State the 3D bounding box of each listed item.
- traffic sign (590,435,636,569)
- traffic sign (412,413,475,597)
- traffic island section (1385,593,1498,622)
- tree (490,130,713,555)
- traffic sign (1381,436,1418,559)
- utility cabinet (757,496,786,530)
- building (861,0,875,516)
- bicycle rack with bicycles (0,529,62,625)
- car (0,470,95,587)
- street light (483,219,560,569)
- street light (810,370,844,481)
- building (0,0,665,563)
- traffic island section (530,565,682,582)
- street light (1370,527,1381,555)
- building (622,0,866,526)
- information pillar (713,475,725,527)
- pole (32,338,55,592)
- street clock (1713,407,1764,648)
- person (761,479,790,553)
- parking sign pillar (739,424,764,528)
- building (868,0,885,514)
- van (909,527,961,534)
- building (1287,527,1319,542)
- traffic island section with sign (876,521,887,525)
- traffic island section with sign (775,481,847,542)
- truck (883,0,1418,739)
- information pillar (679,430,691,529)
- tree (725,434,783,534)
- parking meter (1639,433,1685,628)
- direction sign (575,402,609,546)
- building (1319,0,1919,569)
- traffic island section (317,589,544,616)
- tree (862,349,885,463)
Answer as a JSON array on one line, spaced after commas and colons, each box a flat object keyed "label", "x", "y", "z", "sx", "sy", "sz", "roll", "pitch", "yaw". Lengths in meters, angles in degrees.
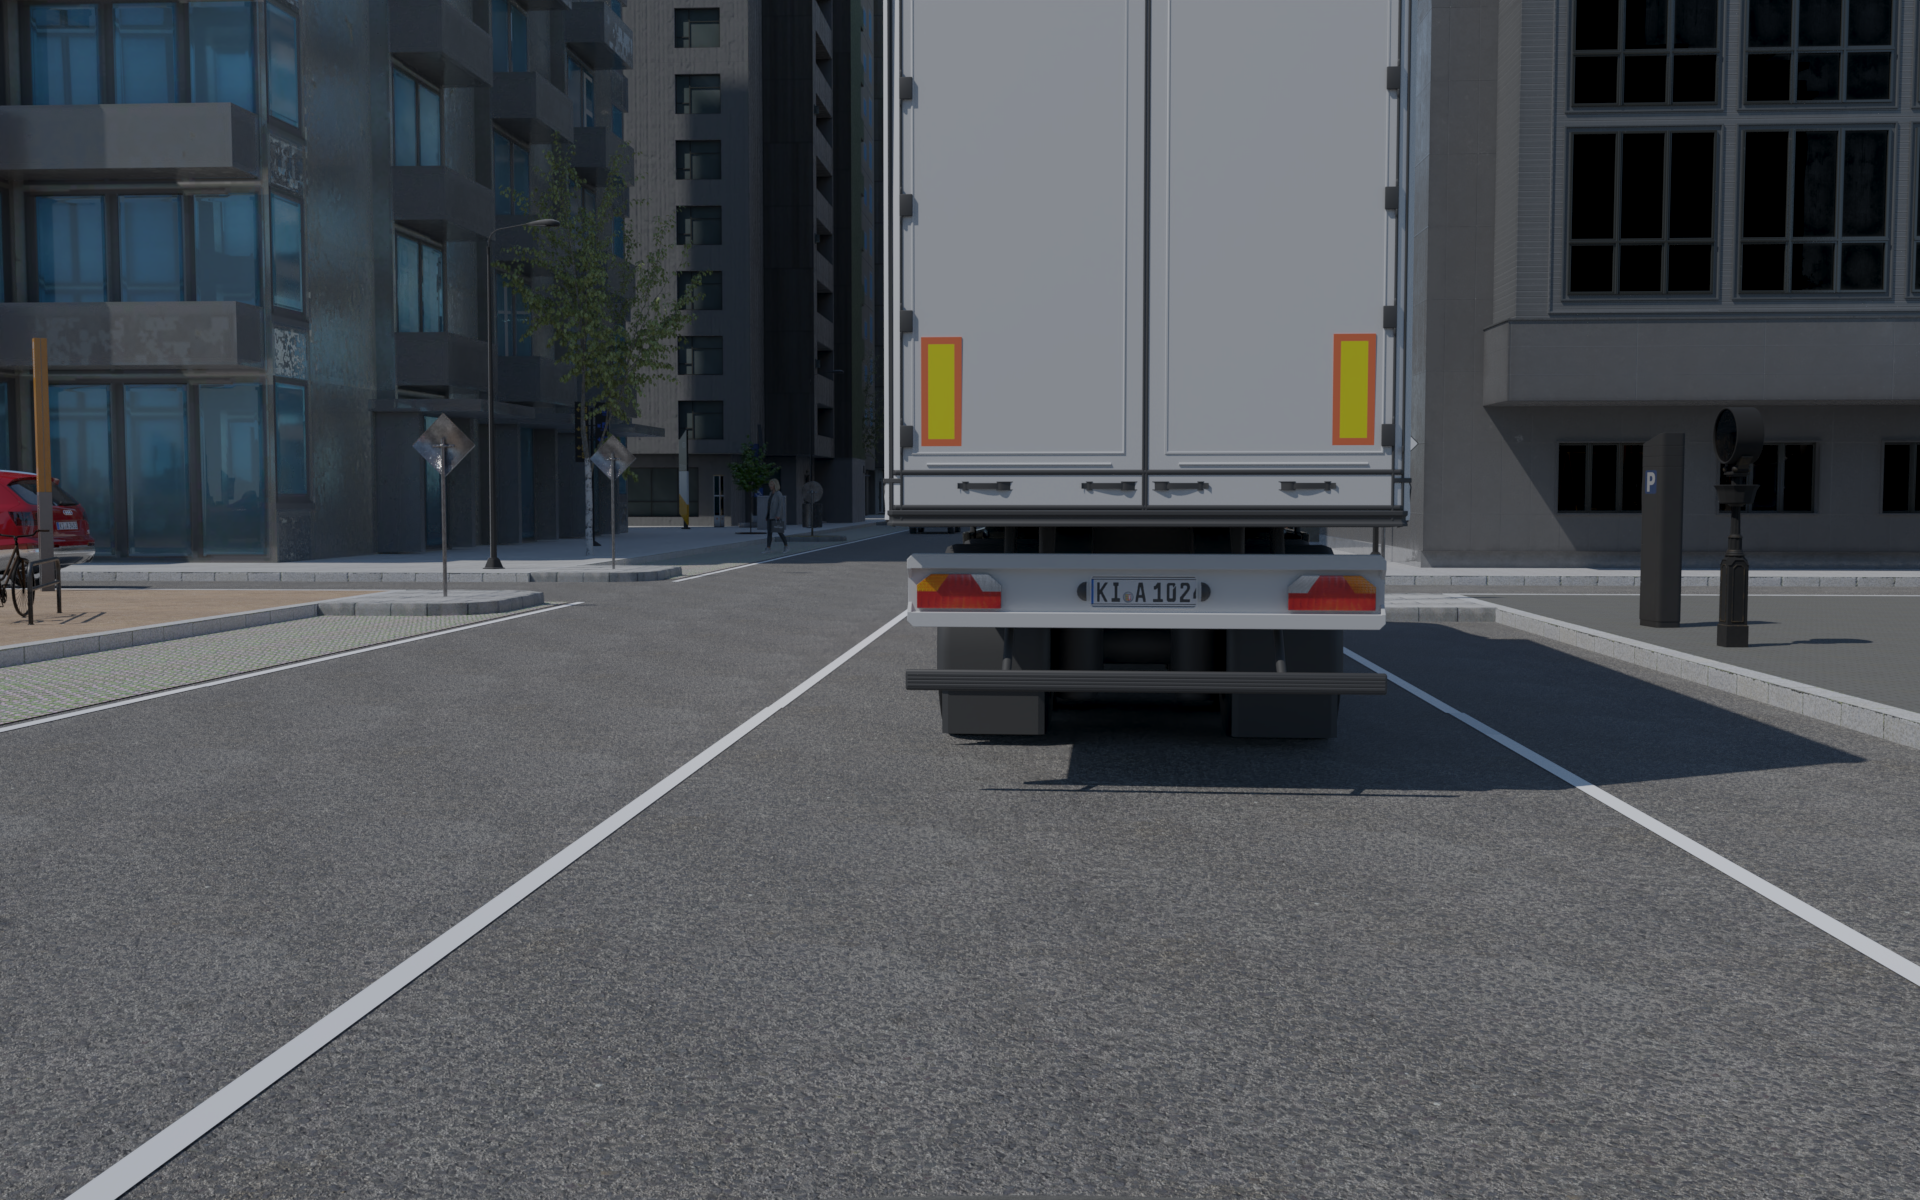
[{"label": "traffic sign", "x": -5.919, "y": -1.585, "z": 29.551, "sx": 0.795, "sy": 2.450, "sz": 0.064, "roll": 0, "pitch": 4, "yaw": 4}, {"label": "traffic sign", "x": -6.429, "y": -1.097, "z": 21.582, "sx": 0.795, "sy": 2.450, "sz": 0.064, "roll": 0, "pitch": 4, "yaw": 4}, {"label": "traffic island section", "x": 5.115, "y": 0.084, "z": 20.903, "sx": 2.009, "sy": 0.180, "sz": 2.903, "roll": 0, "pitch": 4, "yaw": 4}, {"label": "tree", "x": -7.515, "y": -5.237, "z": 35.985, "sx": 4.737, "sy": 8.622, "sz": 4.395, "roll": 0, "pitch": 3, "yaw": 0}, {"label": "traffic sign", "x": 5.091, "y": -1.051, "z": 20.827, "sx": 0.795, "sy": 2.450, "sz": 0.064, "roll": 0, "pitch": 4, "yaw": 4}, {"label": "utility cabinet", "x": -6.759, "y": -3.118, "z": 62.136, "sx": 1.020, "sy": 1.237, "sz": 0.306, "roll": 0, "pitch": 4, "yaw": 0}, {"label": "building", "x": -12.444, "y": -27.272, "z": 96.013, "sx": 14.600, "sy": 45.320, "sz": 14.200, "roll": 0, "pitch": 4, "yaw": 4}, {"label": "bicycle rack with bicycles", "x": -10.306, "y": -0.240, "z": 17.300, "sx": 2.852, "sy": 0.926, "sz": 2.925, "roll": -1, "pitch": 4, "yaw": -18}, {"label": "car", "x": -15.744, "y": -1.043, "z": 25.721, "sx": 5.304, "sy": 1.827, "sz": 2.281, "roll": 0, "pitch": 4, "yaw": 2}, {"label": "street light", "x": -7.450, "y": -3.482, "z": 29.466, "sx": 1.470, "sy": 5.913, "sz": 1.316, "roll": 0, "pitch": 4, "yaw": 4}, {"label": "street light", "x": -5.054, "y": -5.657, "z": 65.034, "sx": 1.470, "sy": 5.913, "sz": 1.316, "roll": 0, "pitch": 4, "yaw": 4}, {"label": "building", "x": -21.411, "y": -25.958, "z": 44.027, "sx": 23.786, "sy": 49.044, "sz": 30.456, "roll": 0, "pitch": 4, "yaw": 4}, {"label": "traffic island section", "x": -5.943, "y": -0.449, "z": 29.614, "sx": 2.009, "sy": 0.180, "sz": 2.903, "roll": 0, "pitch": 4, "yaw": 4}, {"label": "street light", "x": 7.290, "y": -3.668, "z": 32.511, "sx": 1.470, "sy": 5.913, "sz": 1.316, "roll": 0, "pitch": 4, "yaw": 4}, {"label": "building", "x": -11.906, "y": -18.506, "z": 74.275, "sx": 14.160, "sy": 30.474, "sz": 14.107, "roll": 0, "pitch": 4, "yaw": 4}, {"label": "information pillar", "x": -9.262, "y": -3.796, "z": 66.561, "sx": 0.304, "sy": 2.012, "sz": 0.304, "roll": 2, "pitch": 4, "yaw": 25}, {"label": "pole", "x": -12.050, "y": -1.769, "z": 22.772, "sx": 0.158, "sy": 3.312, "sz": 0.155, "roll": 0, "pitch": 3, "yaw": 0}, {"label": "street clock", "x": 6.495, "y": -0.608, "z": 14.505, "sx": 0.358, "sy": 2.002, "sz": 0.471, "roll": 0, "pitch": 3, "yaw": 0}, {"label": "person", "x": -4.387, "y": -2.010, "z": 41.550, "sx": 0.728, "sy": 1.800, "sz": 0.709, "roll": -3, "pitch": 4, "yaw": -36}, {"label": "parking sign pillar", "x": -7.774, "y": -4.766, "z": 66.400, "sx": 1.447, "sy": 3.967, "sz": 1.447, "roll": -1, "pitch": 4, "yaw": -10}, {"label": "building", "x": -10.486, "y": -26.188, "z": 111.771, "sx": 14.154, "sy": 41.232, "sz": 14.086, "roll": 0, "pitch": 4, "yaw": 4}, {"label": "van", "x": -0.899, "y": -3.481, "z": 63.924, "sx": 2.013, "sy": 2.044, "sz": 4.112, "roll": 0, "pitch": 4, "yaw": 5}, {"label": "building", "x": 19.712, "y": -15.753, "z": 62.081, "sx": 19.350, "sy": 26.468, "sz": 34.151, "roll": 0, "pitch": 4, "yaw": 4}, {"label": "traffic island section with sign", "x": -2.769, "y": -4.327, "z": 79.374, "sx": 1.989, "sy": 1.847, "sz": 2.006, "roll": 0, "pitch": 4, "yaw": 4}, {"label": "traffic island section with sign", "x": -4.483, "y": -2.682, "z": 52.473, "sx": 1.989, "sy": 1.847, "sz": 2.006, "roll": 0, "pitch": 4, "yaw": 4}, {"label": "truck", "x": 1.349, "y": -1.504, "z": 13.510, "sx": 2.839, "sy": 4.237, "sz": 11.283, "roll": 0, "pitch": 4, "yaw": 5}, {"label": "information pillar", "x": -10.050, "y": -4.387, "z": 63.082, "sx": 0.504, "sy": 3.616, "sz": 0.183, "roll": 3, "pitch": 5, "yaw": 45}, {"label": "tree", "x": -6.826, "y": -3.735, "z": 55.661, "sx": 1.663, "sy": 3.219, "sz": 1.824, "roll": 0, "pitch": 3, "yaw": 0}, {"label": "parking meter", "x": 6.778, "y": -0.674, "z": 16.733, "sx": 0.255, "sy": 1.863, "sz": 0.399, "roll": 0, "pitch": 4, "yaw": -5}, {"label": "direction sign", "x": -9.057, "y": -3.101, "z": 42.699, "sx": 0.876, "sy": 3.537, "sz": 0.379, "roll": -2, "pitch": 4, "yaw": -35}, {"label": "building", "x": 23.227, "y": -13.129, "z": 33.731, "sx": 30.058, "sy": 24.678, "sz": 14.314, "roll": 0, "pitch": 4, "yaw": 4}, {"label": "traffic island section", "x": -6.453, "y": 0.039, "z": 21.645, "sx": 2.009, "sy": 0.180, "sz": 2.903, "roll": 0, "pitch": 4, "yaw": 4}, {"label": "tree", "x": -5.113, "y": -8.284, "z": 85.800, "sx": 4.360, "sy": 8.622, "sz": 3.978, "roll": 0, "pitch": 3, "yaw": 0}]
